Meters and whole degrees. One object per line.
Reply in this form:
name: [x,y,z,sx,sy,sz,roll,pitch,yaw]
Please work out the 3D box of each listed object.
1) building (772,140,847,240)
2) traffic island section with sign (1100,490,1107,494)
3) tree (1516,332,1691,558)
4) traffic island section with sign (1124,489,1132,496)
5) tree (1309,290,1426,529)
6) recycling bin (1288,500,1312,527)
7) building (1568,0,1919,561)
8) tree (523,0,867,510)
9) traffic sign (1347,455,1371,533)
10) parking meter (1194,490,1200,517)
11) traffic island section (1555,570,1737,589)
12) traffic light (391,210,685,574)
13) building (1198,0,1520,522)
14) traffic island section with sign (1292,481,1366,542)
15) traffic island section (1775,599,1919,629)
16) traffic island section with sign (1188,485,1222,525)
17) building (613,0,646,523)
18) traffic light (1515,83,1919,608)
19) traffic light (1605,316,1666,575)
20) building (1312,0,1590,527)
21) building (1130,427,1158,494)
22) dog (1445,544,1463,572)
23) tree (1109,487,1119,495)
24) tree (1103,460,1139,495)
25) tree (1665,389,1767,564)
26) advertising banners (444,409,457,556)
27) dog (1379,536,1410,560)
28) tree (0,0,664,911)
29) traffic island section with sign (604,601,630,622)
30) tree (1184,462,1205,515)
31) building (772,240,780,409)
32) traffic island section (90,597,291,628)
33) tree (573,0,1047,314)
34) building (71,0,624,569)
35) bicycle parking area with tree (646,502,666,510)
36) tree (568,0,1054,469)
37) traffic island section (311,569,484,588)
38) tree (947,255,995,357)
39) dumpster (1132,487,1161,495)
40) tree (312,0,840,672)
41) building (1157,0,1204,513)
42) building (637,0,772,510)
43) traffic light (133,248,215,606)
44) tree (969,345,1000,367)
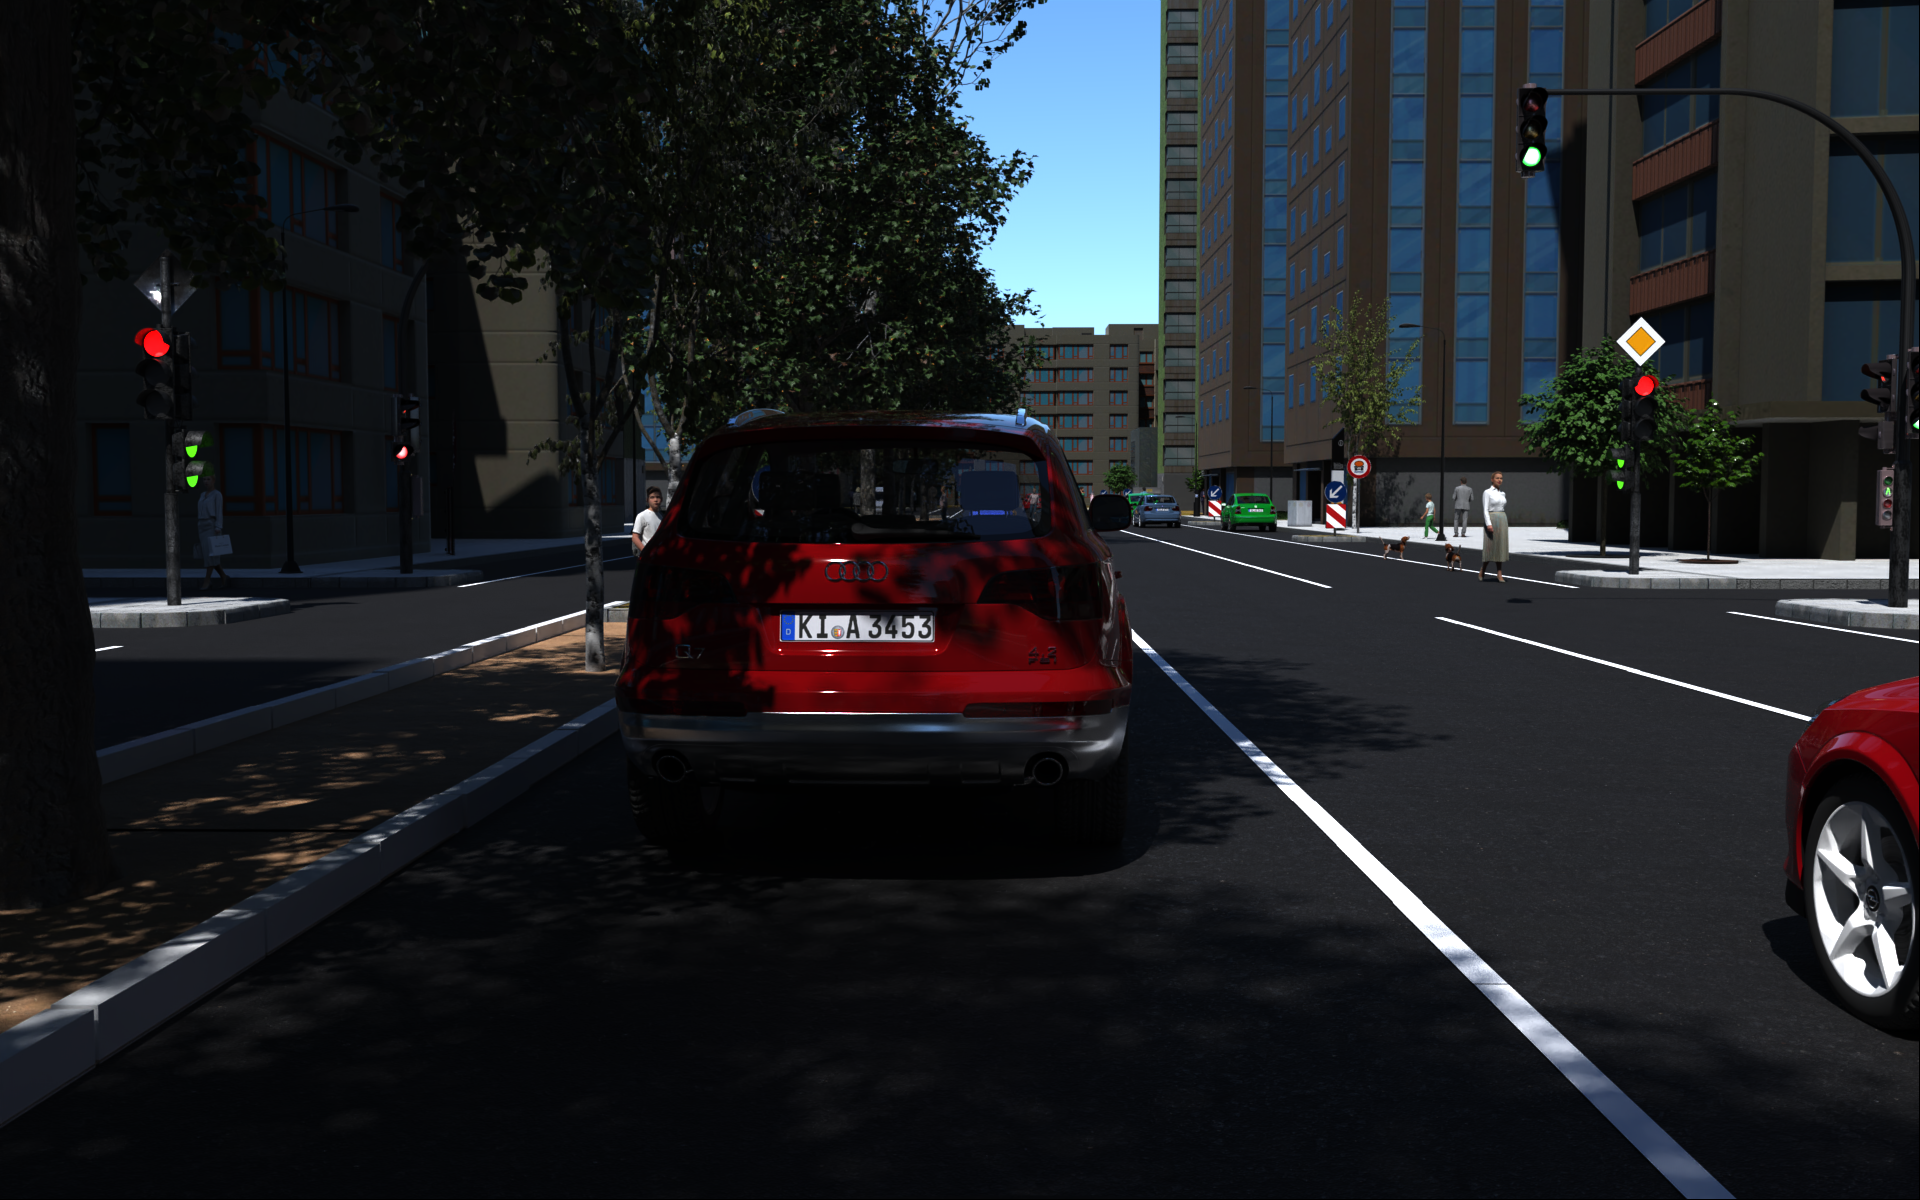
building: [-21.698,-33.161,165.880,21.600,48.544,21.300,0,4,1]
traffic island section with sign: [12.870,-9.069,156.911,1.989,1.847,2.006,0,4,1]
tree: [13.126,-3.140,35.049,4.285,4.588,4.351,0,3,0]
traffic island section with sign: [12.435,-7.421,129.960,1.989,1.847,2.006,0,4,1]
tree: [14.762,-6.929,63.648,4.737,8.622,4.395,0,3,0]
recycling bin: [13.429,-3.418,68.436,0.722,1.027,0.722,-1,4,-21]
building: [29.641,-23.655,41.381,28.867,44.769,22.147,0,4,1]
tree: [-3.007,-3.992,18.084,4.360,8.622,3.978,0,3,0]
traffic sign: [13.007,-3.450,56.521,0.768,2.556,0.104,1,4,10]
parking meter: [13.443,-5.496,98.266,0.372,1.533,0.369,0,3,0]
traffic island section: [10.783,-0.329,27.654,2.009,0.180,2.903,0,4,1]
traffic light: [-6.823,-3.252,27.841,4.771,5.953,1.251,0,4,1]
building: [20.974,-27.203,94.887,14.600,45.320,14.200,0,4,1]
traffic island section with sign: [11.194,-2.702,52.806,1.989,1.847,2.006,0,4,1]
traffic island section: [10.654,0.160,19.670,2.009,0.180,2.903,0,4,1]
traffic island section with sign: [11.645,-4.400,80.567,1.989,1.847,2.006,0,4,1]
building: [-21.948,-18.493,74.055,14.160,30.474,14.107,0,4,1]
traffic light: [8.521,-2.739,19.449,4.771,5.953,1.251,0,4,1]
traffic light: [10.743,-2.362,27.541,0.839,4.253,0.868,0,4,1]
building: [21.955,-25.847,72.710,14.600,45.320,14.200,0,4,1]
building: [28.354,-51.781,159.297,22.319,86.520,31.000,0,4,1]
dog: [9.160,-0.789,32.185,0.406,0.507,0.540,-3,5,-44]
tree: [15.587,-10.910,172.975,1.663,3.219,1.824,0,3,0]
tree: [15.327,-11.088,165.006,4.285,4.588,4.351,0,3,0]
tree: [13.775,-2.290,32.047,1.663,3.219,1.824,0,3,0]
advertising banners: [-10.723,-2.463,36.453,0.090,3.025,2.074,-1,4,-22]
dog: [9.528,-1.144,37.996,0.540,0.507,0.406,-2,4,-29]
tree: [-3.433,-5.920,5.904,9.857,13.997,8.962,0,3,0]
traffic island section with sign: [-3.015,-0.733,20.128,2.006,1.907,1.989,0,4,1]
tree: [14.398,-6.775,105.378,1.663,3.219,1.824,0,3,0]
building: [-25.849,-17.605,132.888,27.650,21.520,28.899,0,4,1]
traffic island section: [-9.084,0.140,19.991,2.009,0.180,2.903,0,4,1]
tree: [-3.524,-11.354,43.991,12.611,20.169,13.585,0,3,0]
building: [-25.406,-12.150,43.697,27.650,21.520,28.899,0,4,1]
bicycle parking area with tree: [-20.452,-6.725,96.961,8.231,4.147,9.016,-3,4,-36]
tree: [-2.948,-6.945,33.018,9.611,12.733,9.660,0,3,0]
traffic island section: [-8.956,-0.348,27.975,2.009,0.180,2.903,0,4,1]
tree: [-2.275,-8.664,69.862,9.928,11.665,9.643,0,3,0]
dumpster: [11.892,-6.257,110.523,1.865,1.857,1.264,0,4,3]
tree: [-2.898,-3.708,13.442,4.737,8.622,4.395,0,3,0]
building: [22.753,-27.809,138.265,14.154,41.232,14.086,0,4,1]
building: [-19.716,-28.110,109.713,14.600,45.320,14.200,0,4,1]
traffic light: [-9.045,-1.892,19.856,0.839,4.253,0.868,0,4,1]
tree: [-1.857,-9.987,83.871,7.486,12.596,7.792,0,3,0]
